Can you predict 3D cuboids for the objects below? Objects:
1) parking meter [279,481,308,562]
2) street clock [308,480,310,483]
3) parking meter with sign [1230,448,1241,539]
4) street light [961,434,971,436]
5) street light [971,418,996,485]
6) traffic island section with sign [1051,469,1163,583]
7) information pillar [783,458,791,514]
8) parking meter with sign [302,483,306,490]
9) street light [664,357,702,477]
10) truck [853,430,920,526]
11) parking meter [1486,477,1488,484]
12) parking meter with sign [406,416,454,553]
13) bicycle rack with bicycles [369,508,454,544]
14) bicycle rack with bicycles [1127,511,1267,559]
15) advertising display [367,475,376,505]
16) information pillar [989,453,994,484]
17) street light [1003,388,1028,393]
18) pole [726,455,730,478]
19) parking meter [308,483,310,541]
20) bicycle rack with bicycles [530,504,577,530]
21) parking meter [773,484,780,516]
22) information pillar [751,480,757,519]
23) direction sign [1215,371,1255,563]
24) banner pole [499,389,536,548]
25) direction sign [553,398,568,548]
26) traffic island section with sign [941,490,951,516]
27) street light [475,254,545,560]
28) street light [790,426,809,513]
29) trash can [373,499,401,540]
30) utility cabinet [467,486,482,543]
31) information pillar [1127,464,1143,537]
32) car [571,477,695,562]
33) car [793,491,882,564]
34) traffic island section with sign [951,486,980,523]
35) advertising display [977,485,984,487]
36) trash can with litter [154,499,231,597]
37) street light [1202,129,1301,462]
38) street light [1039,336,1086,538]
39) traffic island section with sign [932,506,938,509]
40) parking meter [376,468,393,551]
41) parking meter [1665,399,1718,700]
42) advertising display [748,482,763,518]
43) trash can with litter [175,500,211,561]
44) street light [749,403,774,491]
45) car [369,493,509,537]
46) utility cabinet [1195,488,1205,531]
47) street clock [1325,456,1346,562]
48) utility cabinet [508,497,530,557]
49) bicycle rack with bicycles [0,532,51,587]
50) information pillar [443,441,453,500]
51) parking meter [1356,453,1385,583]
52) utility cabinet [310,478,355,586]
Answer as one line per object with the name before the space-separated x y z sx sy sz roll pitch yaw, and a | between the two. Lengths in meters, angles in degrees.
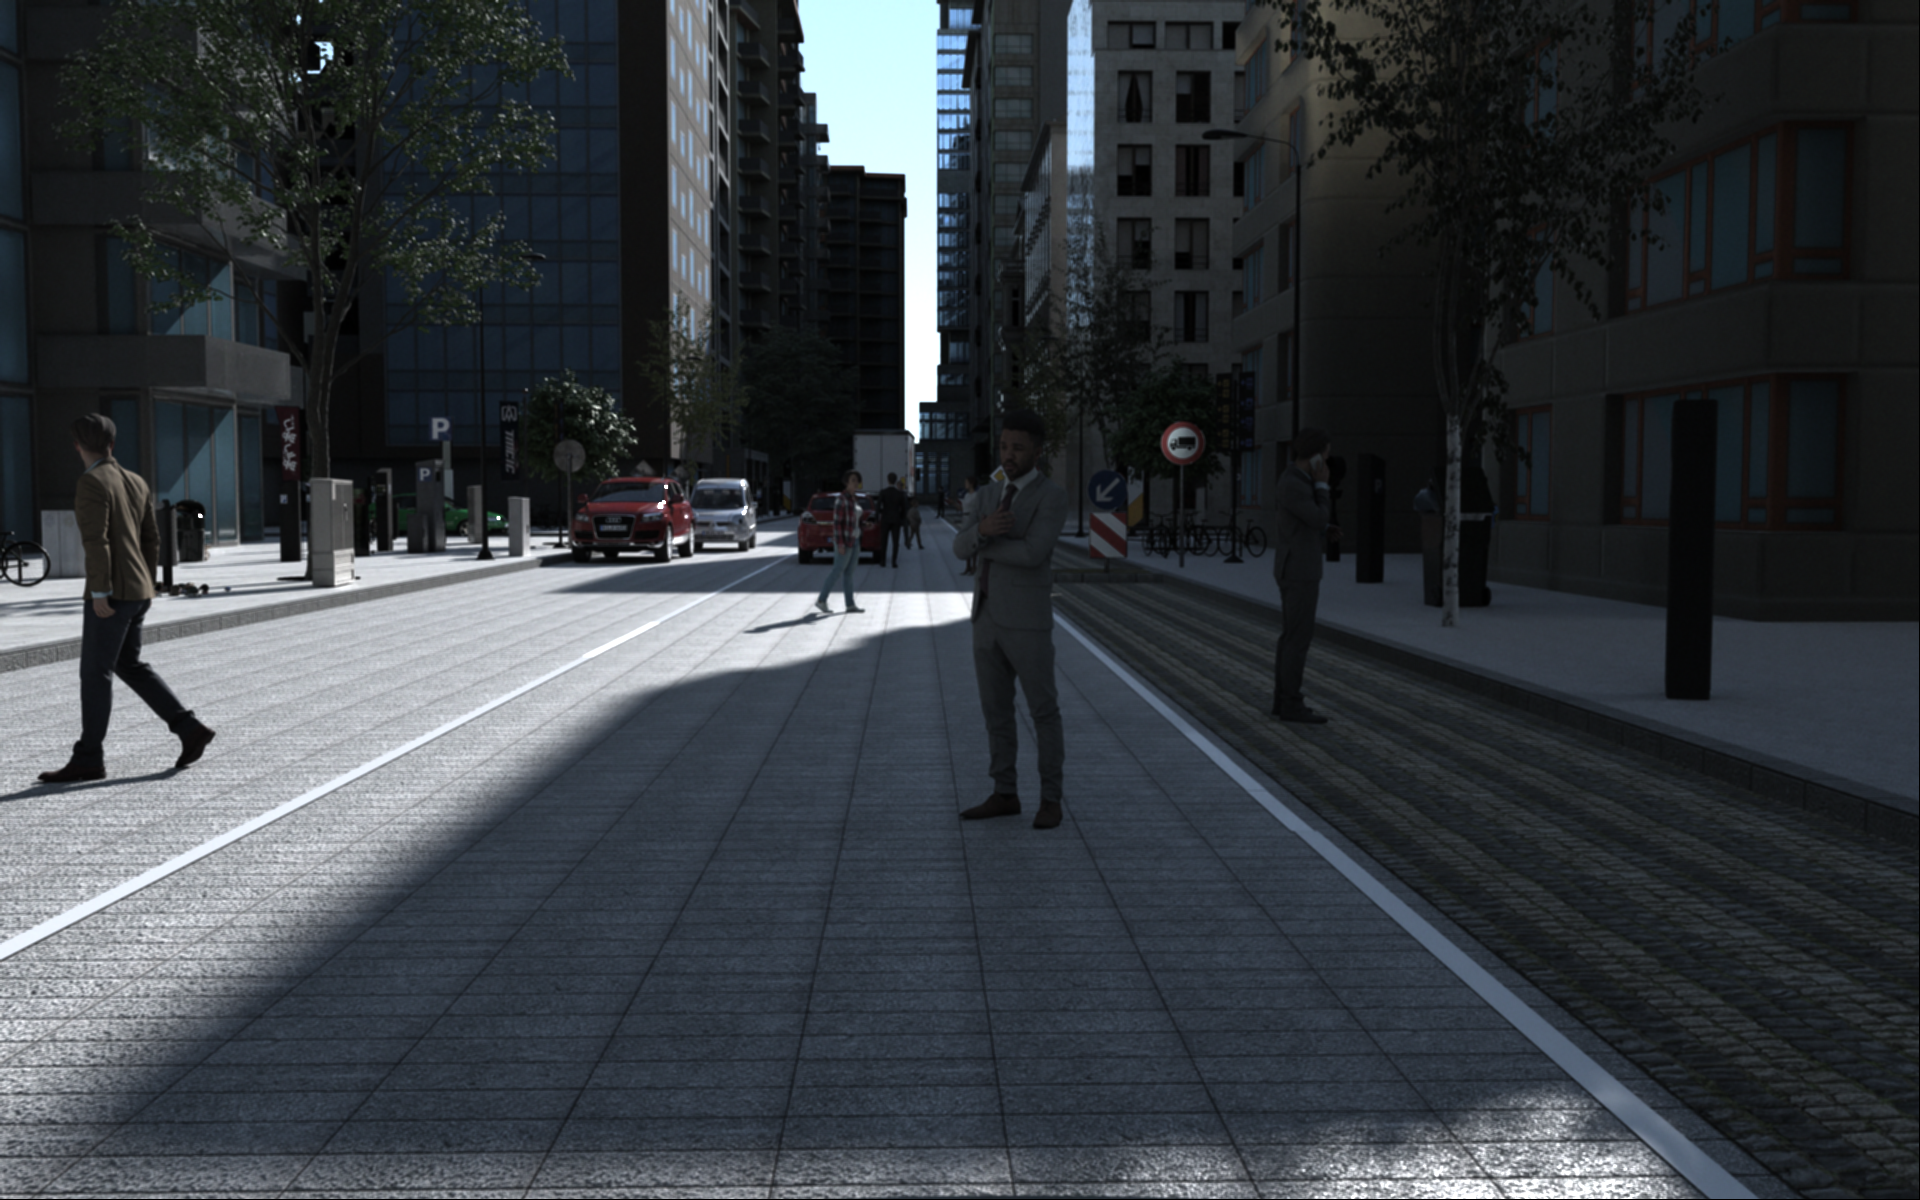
parking meter | -12.727 -1.498 32.909 0.372 1.533 0.369 0 3 0
street clock | -31.951 -4.952 85.530 0.471 2.002 0.358 2 4 35
parking meter with sign | 7.779 -3.167 48.048 0.543 3.016 1.738 1 4 18
street light | 0.789 -9.887 134.188 1.470 5.913 1.316 0 4 -2
street light | 1.597 -8.122 105.343 1.470 5.913 1.316 0 4 -2
traffic island section with sign | 2.249 -1.224 28.638 1.989 1.847 2.006 0 4 -2
information pillar | -10.973 -7.250 109.895 0.504 3.616 0.183 1 4 11
parking meter with sign | -44.517 -7.451 118.084 1.738 3.016 0.543 0 4 -4
street light | -9.416 -5.264 58.610 1.470 5.913 1.316 0 4 -2
truck | -3.408 -5.638 81.094 2.839 4.237 11.283 0 4 0
parking meter | 6.757 -0.883 22.855 0.372 1.533 0.369 0 3 0
parking meter with sign | -11.695 -2.562 38.152 0.543 3.016 1.738 0 4 3
bicycle rack with bicycles | -14.416 -1.924 44.841 2.852 0.926 2.925 -1 4 -15
bicycle rack with bicycles | 4.601 -1.373 35.830 2.852 0.926 2.925 -1 4 -23
advertising display | -19.413 -3.219 57.845 0.123 1.923 0.974 1 4 19
information pillar | 1.798 -6.596 99.202 0.183 3.616 0.504 2 4 24
street light | 2.486 -6.308 75.678 1.470 5.913 1.316 0 4 -2
pole | -12.082 -5.898 90.270 0.158 3.312 0.155 0 3 0
parking meter | -14.722 -1.904 39.546 0.372 1.533 0.369 0 3 0
bicycle rack with bicycles | -14.968 -3.022 62.797 2.925 0.926 2.852 2 4 30
parking meter | -10.778 -5.873 101.734 0.255 1.863 0.399 -3 4 -38
information pillar | -10.775 -5.237 90.117 0.304 2.012 0.304 2 4 32
direction sign | 5.126 -2.467 32.333 0.379 3.537 0.876 -3 5 -44
banner pole | -10.531 -3.126 41.131 0.863 3.779 0.401 -2 4 -35
direction sign | -9.497 -3.003 41.093 0.379 3.537 0.876 -2 4 -27
traffic island section with sign | -0.024 -6.319 111.936 1.989 1.847 2.006 0 4 -2
street light | -8.718 -3.735 33.616 1.470 5.913 1.316 0 4 -2
street light | -10.943 -8.863 117.444 1.470 5.913 1.316 0 4 -2
trash can | -16.053 -2.257 48.561 0.748 1.137 0.748 0 3 0
utility cabinet | -12.577 -2.223 45.019 0.318 1.500 1.173 -2 4 -24
information pillar | 5.231 -3.690 51.690 0.504 3.616 0.183 2 4 32
car | -7.096 -1.792 37.974 2.281 1.827 5.304 0 4 0
car | -2.531 -1.721 37.172 2.155 1.783 4.494 0 4 -3
traffic island section with sign | 0.718 -4.671 84.991 1.989 1.847 2.006 0 4 -2
advertising display | 1.425 -6.989 119.478 0.123 1.923 0.974 2 4 29
trash can with litter | -10.288 -0.688 22.309 1.678 1.210 2.233 -2 4 -31
street light | 3.776 -3.039 22.227 1.470 5.913 1.316 0 4 -2
street light | 3.030 -4.803 51.073 1.470 5.913 1.316 0 4 -2
traffic island section with sign | -1.362 -9.311 160.861 1.989 1.847 2.006 0 4 -2
parking meter | -12.945 -2.032 38.941 0.255 1.863 0.399 0 3 0
parking meter | 4.612 -0.319 10.928 0.255 1.863 0.399 1 4 20
advertising display | -10.875 -5.280 91.535 0.974 1.923 0.123 1 4 17
trash can with litter | -14.665 -1.322 33.006 0.624 1.170 1.055 -1 4 -14
street light | -10.129 -7.059 87.951 1.470 5.913 1.316 0 4 -2
car | -16.252 -2.711 53.113 4.718 1.807 1.959 0 4 -2
utility cabinet | 8.194 -3.085 59.126 0.318 1.500 1.173 0 4 6
street clock | 7.097 -1.732 32.896 0.358 2.002 0.471 -1 4 -22
utility cabinet | -9.147 -1.518 35.984 0.306 1.237 1.020 0 4 -5
bicycle rack with bicycles | -14.122 -0.645 23.931 2.925 0.926 2.852 -1 4 -10
information pillar | -17.389 -4.124 58.782 0.504 3.616 0.183 2 4 33
parking meter | 5.944 -1.183 25.057 0.399 1.863 0.255 -3 5 -43
utility cabinet | -8.780 -0.955 24.285 0.318 1.500 1.173 0 4 -6
